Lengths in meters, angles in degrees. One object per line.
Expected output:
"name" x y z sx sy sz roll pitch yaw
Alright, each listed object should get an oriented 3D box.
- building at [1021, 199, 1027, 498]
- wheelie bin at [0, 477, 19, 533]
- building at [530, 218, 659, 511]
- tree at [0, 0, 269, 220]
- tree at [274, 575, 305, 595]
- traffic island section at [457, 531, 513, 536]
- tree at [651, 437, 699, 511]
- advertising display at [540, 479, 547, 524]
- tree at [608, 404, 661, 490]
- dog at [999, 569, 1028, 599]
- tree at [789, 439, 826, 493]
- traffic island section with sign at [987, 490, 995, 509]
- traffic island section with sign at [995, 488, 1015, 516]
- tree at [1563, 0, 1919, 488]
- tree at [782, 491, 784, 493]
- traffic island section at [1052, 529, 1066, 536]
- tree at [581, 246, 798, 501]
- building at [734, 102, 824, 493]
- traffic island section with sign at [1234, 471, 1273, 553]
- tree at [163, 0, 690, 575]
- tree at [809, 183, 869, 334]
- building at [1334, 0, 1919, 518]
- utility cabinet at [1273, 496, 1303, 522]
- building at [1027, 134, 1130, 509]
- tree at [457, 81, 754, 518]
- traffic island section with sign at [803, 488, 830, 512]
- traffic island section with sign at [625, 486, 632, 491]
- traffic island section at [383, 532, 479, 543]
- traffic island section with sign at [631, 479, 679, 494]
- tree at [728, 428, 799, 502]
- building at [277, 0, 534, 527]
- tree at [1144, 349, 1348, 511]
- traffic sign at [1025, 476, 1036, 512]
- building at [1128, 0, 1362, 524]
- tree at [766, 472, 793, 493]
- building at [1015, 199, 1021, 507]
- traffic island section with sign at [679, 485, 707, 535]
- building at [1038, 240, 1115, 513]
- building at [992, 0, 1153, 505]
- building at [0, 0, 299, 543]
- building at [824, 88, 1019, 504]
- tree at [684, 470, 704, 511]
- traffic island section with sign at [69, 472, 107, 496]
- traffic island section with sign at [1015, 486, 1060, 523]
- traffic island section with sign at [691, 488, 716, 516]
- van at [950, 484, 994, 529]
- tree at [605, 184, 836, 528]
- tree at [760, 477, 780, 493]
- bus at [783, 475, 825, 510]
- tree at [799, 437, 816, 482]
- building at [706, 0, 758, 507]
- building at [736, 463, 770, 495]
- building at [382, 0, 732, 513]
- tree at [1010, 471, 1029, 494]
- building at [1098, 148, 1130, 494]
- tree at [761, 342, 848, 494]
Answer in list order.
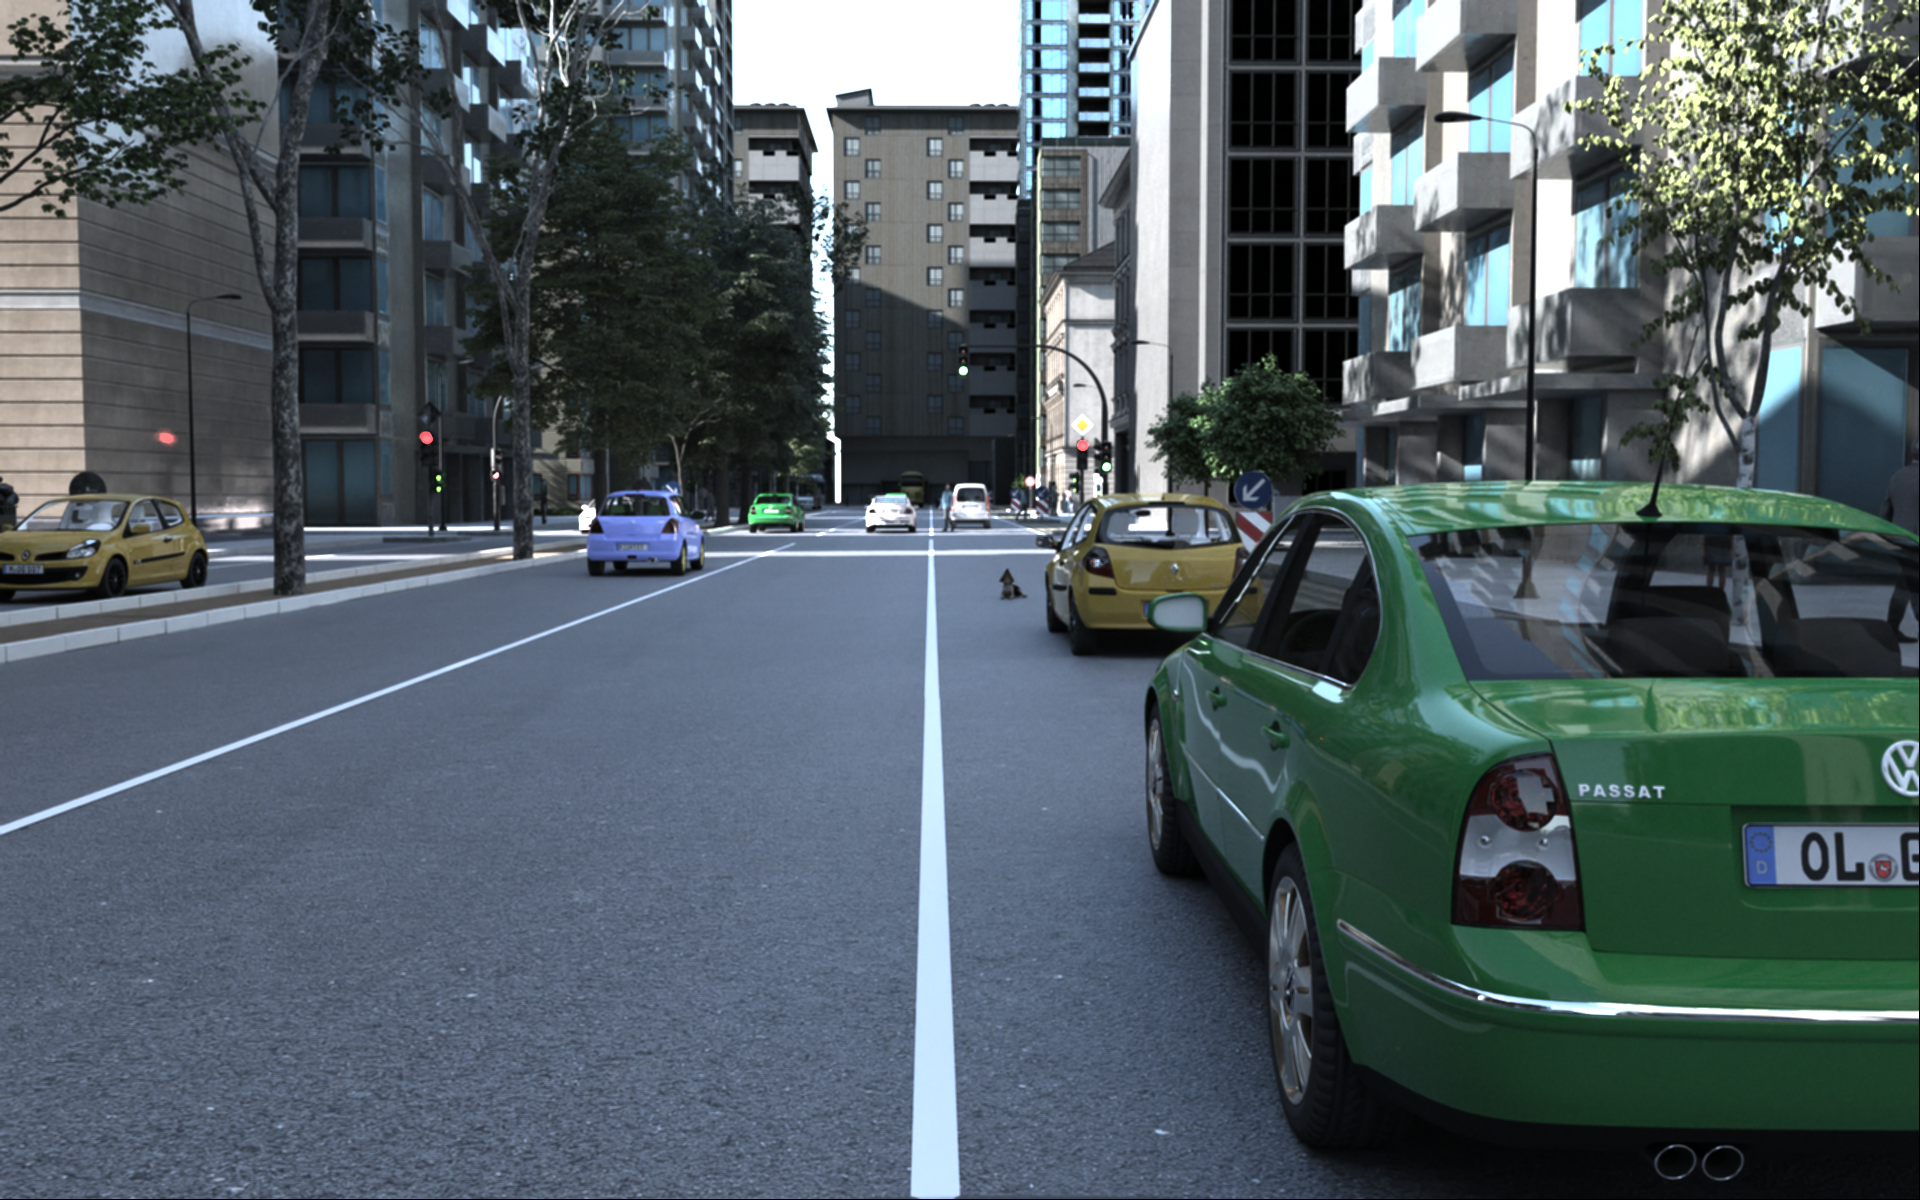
"building" 13.267 -23.593 157.444 14.160 30.474 14.107 0 4 -1
"wheelie bin" -17.381 -1.422 31.157 0.693 1.594 0.980 0 4 1
"building" -36.454 -16.594 116.357 27.650 21.520 28.899 0 4 -1
"tree" -9.137 -5.222 13.596 9.928 11.665 9.643 0 3 0
"tree" -10.748 -10.182 24.825 12.611 20.169 13.585 0 3 0
"traffic island section" -16.227 -2.346 60.642 2.009 0.180 2.903 0 4 -1
"tree" -19.601 -10.365 119.833 4.360 8.622 3.978 0 3 0
"advertising display" -17.870 -4.231 74.391 0.123 1.923 0.974 0 4 -5
"tree" -19.763 -9.571 106.853 4.737 8.622 4.395 0 3 0
"dog" 0.774 -0.228 23.915 0.748 0.427 0.550 -2 4 -33
"tree" -11.316 -10.254 120.465 4.737 8.622 4.395 0 3 0
"traffic island section with sign" 2.622 -9.424 162.717 1.989 1.847 2.006 0 4 -1
"traffic island section with sign" 3.461 -6.363 112.659 1.989 1.847 2.006 0 4 -1
"tree" 7.794 -4.063 16.795 4.737 8.622 4.395 0 3 0
"tree" -20.840 -12.900 205.518 1.663 3.219 1.824 0 3 0
"traffic island section" 4.312 -2.367 60.977 2.009 0.180 2.903 0 4 -1
"tree" -10.018 -7.710 62.920 8.767 10.594 7.601 0 4 -1
"building" -31.351 -39.389 233.252 27.495 52.752 28.713 0 4 -1
"traffic island section with sign" 4.833 -1.307 29.989 1.989 1.847 2.006 0 4 -1
"tree" -10.632 -10.958 37.516 12.611 20.169 13.585 0 3 0
"tree" -11.759 -14.642 97.748 12.611 20.169 13.585 0 3 0
"building" 21.134 -25.459 35.871 23.786 49.044 30.456 0 4 -1
"utility cabinet" 10.228 -2.602 53.699 1.020 1.237 0.306 0 4 -4
"building" 13.240 -22.728 143.305 14.160 30.474 14.107 0 4 -1
"tree" -10.091 -7.800 48.115 7.486 12.596 7.792 0 3 0
"traffic island section with sign" -11.204 -7.792 135.530 2.006 1.907 1.989 0 4 -1
"traffic island section with sign" -16.326 -4.724 85.862 1.989 1.847 2.006 0 4 -1
"traffic island section" -16.094 -1.858 52.658 2.009 0.180 2.903 0 4 -1
"traffic island section with sign" -9.834 -2.744 52.995 2.006 1.907 1.989 0 4 -1
"tree" -10.621 -8.363 89.548 4.360 8.622 3.978 0 3 0
"building" -32.093 -28.035 77.977 23.786 49.044 30.456 0 4 -1
"tree" 7.054 -3.396 39.233 4.285 4.588 4.351 0 3 0
"traffic sign" 4.964 -7.492 122.601 0.768 2.556 0.104 0 4 8
"building" 22.387 -15.250 68.404 30.058 24.678 14.314 0 4 -1
"tree" -20.837 -13.280 200.845 4.285 4.588 4.351 0 3 0
"building" 12.393 -24.481 171.973 14.160 30.474 14.107 0 4 -1
"traffic island section with sign" -9.947 -3.197 60.402 2.006 1.907 1.989 0 4 -1
"building" 11.518 -16.000 126.235 10.561 19.102 19.286 0 4 -1
"building" 15.289 -53.850 193.121 22.319 86.520 31.000 0 4 -1
"building" -29.476 -15.818 44.529 20.117 28.700 13.634 0 4 -1
"building" -3.404 -39.409 233.582 27.495 52.752 28.713 0 4 -1
"tree" -20.552 -8.475 133.160 1.663 3.219 1.824 0 3 0
"traffic island section with sign" -15.400 -1.313 30.102 1.989 1.847 2.006 0 4 -1
"traffic island section with sign" 3.909 -4.714 85.708 1.989 1.847 2.006 0 4 -1
"traffic island section with sign" -16.762 -6.376 112.876 1.989 1.847 2.006 0 4 -1
"van" 0.431 -3.993 72.297 2.013 2.044 4.112 0 4 0
"tree" -9.955 -9.967 72.065 9.857 13.997 8.962 0 3 0
"tree" -21.034 -11.963 190.190 1.663 3.219 1.824 0 3 0
"bus" -14.342 -10.140 160.647 2.948 3.499 13.247 0 3 0
"tree" -10.881 -9.943 115.390 4.360 8.622 3.978 0 3 0
"building" -31.391 -45.071 175.160 20.563 71.187 20.611 0 4 -1
"building" -38.316 -54.122 197.564 31.000 86.520 22.319 0 4 -1
"building" -32.826 -32.453 150.214 23.786 49.044 30.456 0 4 -1
"tree" 4.992 -9.184 144.765 1.663 3.219 1.824 0 3 0
"building" 13.087 -15.010 96.331 10.553 20.767 40.483 0 4 -1
"tree" -10.921 -11.470 108.124 7.486 12.596 7.792 0 3 0
